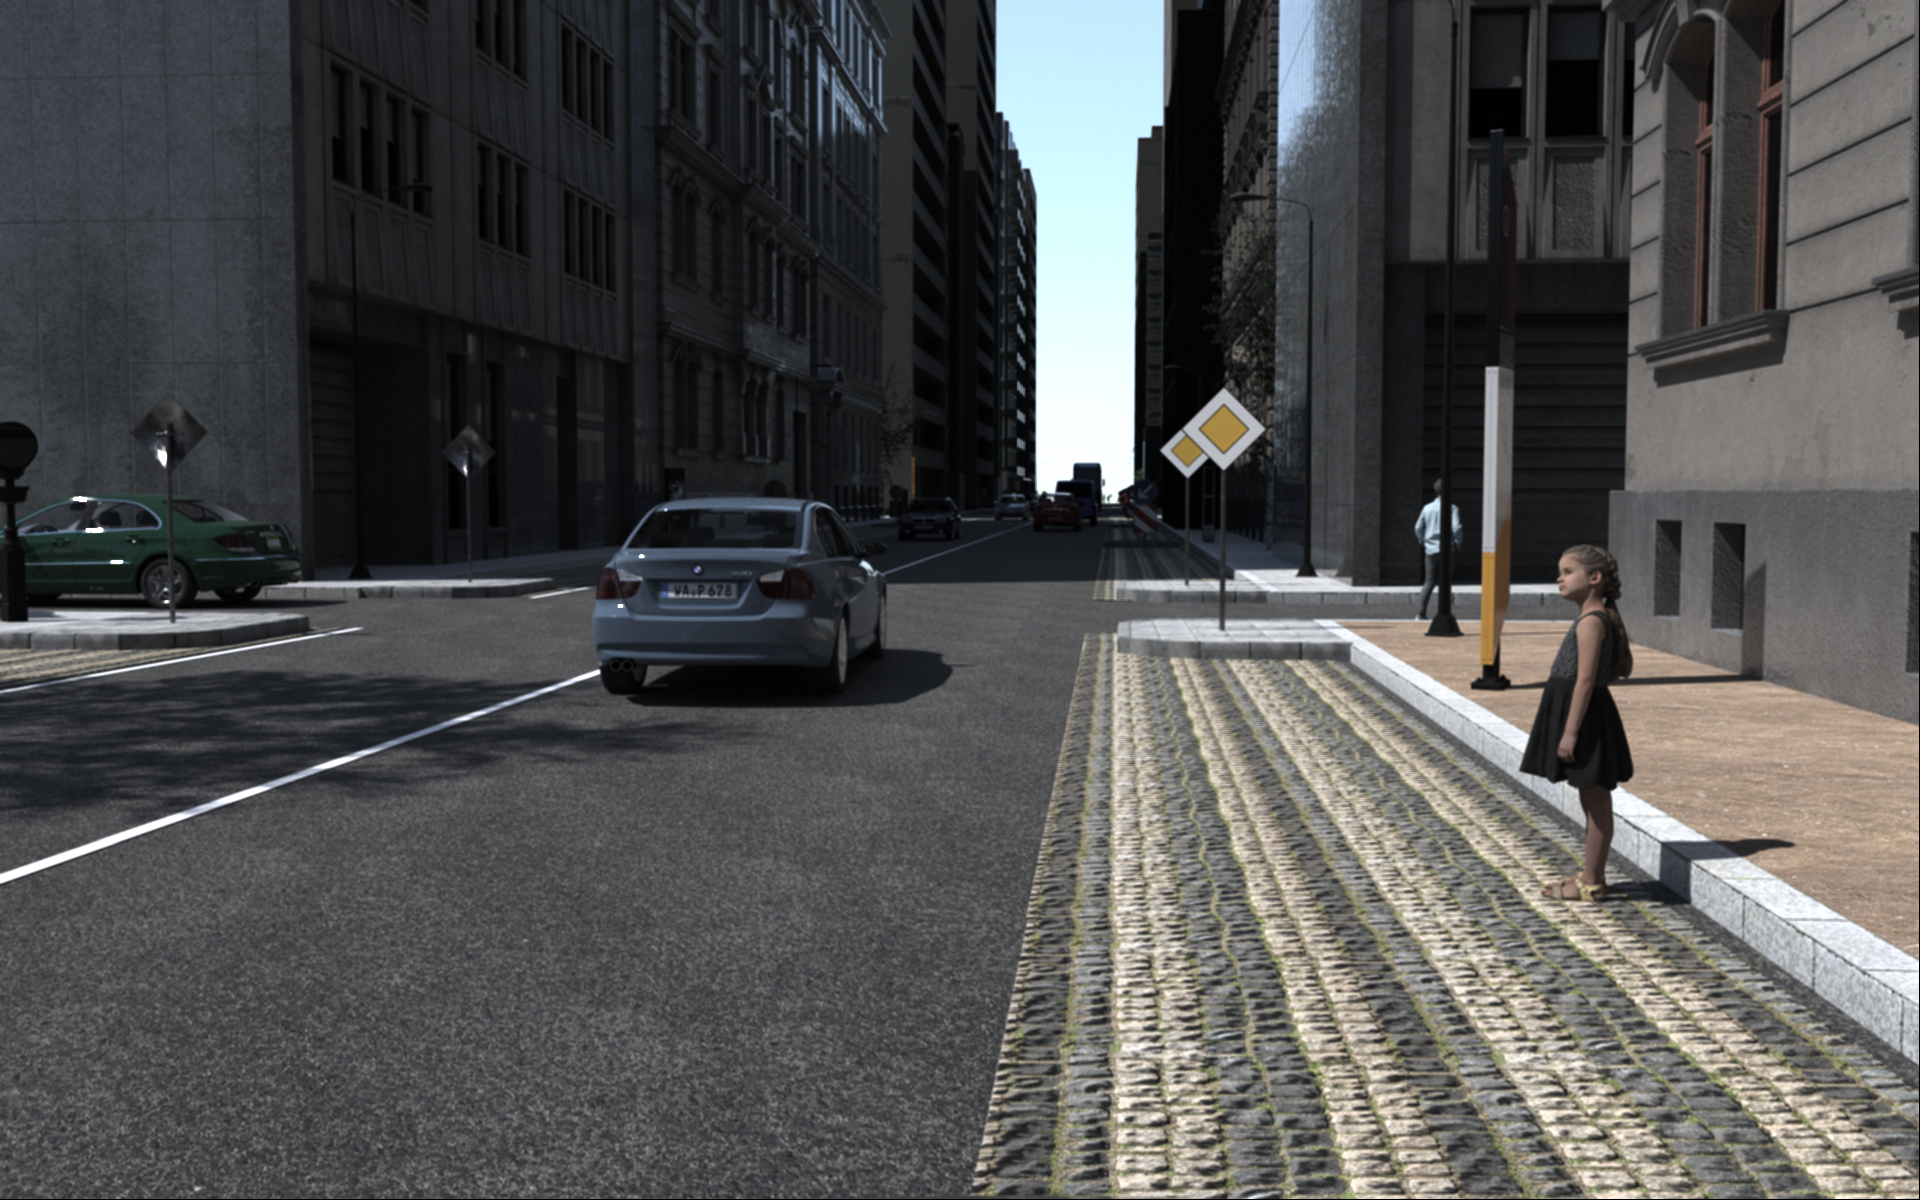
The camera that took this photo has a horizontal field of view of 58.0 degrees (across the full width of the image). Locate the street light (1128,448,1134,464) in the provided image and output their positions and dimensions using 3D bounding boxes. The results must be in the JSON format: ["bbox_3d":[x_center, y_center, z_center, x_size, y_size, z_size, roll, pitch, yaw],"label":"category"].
[{"bbox_3d":[18.999,-13.036,185.683,1.470,5.913,1.316,0,4,5],"label":"street light"}]

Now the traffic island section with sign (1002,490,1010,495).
[{"bbox_3d":[4.096,-8.732,151.400,1.989,1.847,2.006,0,4,5],"label":"traffic island section with sign"}]

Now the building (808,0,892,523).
[{"bbox_3d":[-10.955,-17.926,79.001,13.634,28.700,20.117,0,4,5],"label":"building"}]

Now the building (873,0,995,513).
[{"bbox_3d":[-8.393,-32.019,147.211,21.300,48.544,21.600,0,4,5],"label":"building"}]

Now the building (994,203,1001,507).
[{"bbox_3d":[-3.537,-24.098,165.695,14.160,30.474,14.107,0,4,5],"label":"building"}]

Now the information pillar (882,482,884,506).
[{"bbox_3d":[-4.368,-5.609,96.200,0.304,2.012,0.304,-1,4,-12],"label":"information pillar"}]

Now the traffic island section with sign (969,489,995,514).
[{"bbox_3d":[1.708,-7.090,124.550,1.989,1.847,2.006,0,4,5],"label":"traffic island section with sign"}]

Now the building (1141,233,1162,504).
[{"bbox_3d":[27.676,-25.717,192.180,14.160,30.474,14.107,0,4,5],"label":"building"}]

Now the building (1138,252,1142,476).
[{"bbox_3d":[28.314,-26.603,206.660,14.160,30.474,14.107,0,4,5],"label":"building"}]

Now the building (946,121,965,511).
[{"bbox_3d":[-7.224,-21.895,129.682,14.160,30.474,14.107,0,4,5],"label":"building"}]

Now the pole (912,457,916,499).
[{"bbox_3d":[-2.533,-6.198,95.186,0.158,3.312,0.155,0,3,0],"label":"pole"}]

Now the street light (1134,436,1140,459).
[{"bbox_3d":[14.907,-10.177,138.939,1.470,5.913,1.316,0,4,5],"label":"street light"}]

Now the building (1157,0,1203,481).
[{"bbox_3d":[22.839,-29.624,134.466,14.600,45.320,14.200,0,4,5],"label":"building"}]

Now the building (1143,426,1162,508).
[{"bbox_3d":[28.165,-51.542,155.382,22.319,86.520,31.000,0,4,5],"label":"building"}]

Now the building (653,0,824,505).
[{"bbox_3d":[-12.900,-16.458,56.482,14.401,28.519,23.554,0,4,5],"label":"building"}]

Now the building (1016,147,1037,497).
[{"bbox_3d":[-0.297,-38.034,245.559,21.300,48.544,21.600,0,4,5],"label":"building"}]

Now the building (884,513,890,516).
[{"bbox_3d":[-12.481,-29.832,111.460,21.300,48.544,21.600,0,4,5],"label":"building"}]

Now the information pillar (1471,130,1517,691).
[{"bbox_3d":[3.559,-1.228,11.440,0.183,3.616,0.504,2,4,29],"label":"information pillar"}]

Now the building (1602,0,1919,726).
[{"bbox_3d":[11.050,-13.199,3.189,14.401,28.519,23.554,0,4,5],"label":"building"}]

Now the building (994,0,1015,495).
[{"bbox_3d":[-4.268,-46.196,193.552,20.563,71.187,20.611,0,4,5],"label":"building"}]

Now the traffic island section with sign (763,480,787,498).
[{"bbox_3d":[-5.139,-2.393,47.756,1.989,1.847,2.006,0,4,5],"label":"traffic island section with sign"}]

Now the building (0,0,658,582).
[{"bbox_3d":[-14.704,-13.269,34.968,12.078,24.808,19.932,0,4,5],"label":"building"}]

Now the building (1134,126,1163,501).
[{"bbox_3d":[33.398,-36.689,223.571,21.300,48.544,21.600,0,4,5],"label":"building"}]

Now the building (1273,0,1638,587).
[{"bbox_3d":[15.862,-12.863,28.329,19.932,24.808,12.078,0,4,5],"label":"building"}]

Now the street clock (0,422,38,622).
[{"bbox_3d":[-9.532,-0.785,17.401,0.358,2.002,0.471,3,5,39],"label":"street clock"}]

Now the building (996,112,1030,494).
[{"bbox_3d":[-3.295,-36.705,219.728,23.786,49.044,30.456,0,4,5],"label":"building"}]

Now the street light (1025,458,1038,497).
[{"bbox_3d":[8.862,-15.146,220.170,1.470,5.913,1.316,0,4,5],"label":"street light"}]

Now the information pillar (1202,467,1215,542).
[{"bbox_3d":[6.636,-2.556,46.279,0.304,2.012,0.304,0,4,3],"label":"information pillar"}]

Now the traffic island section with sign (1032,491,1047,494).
[{"bbox_3d":[9.027,-12.111,206.635,1.989,1.847,2.006,0,4,5],"label":"traffic island section with sign"}]

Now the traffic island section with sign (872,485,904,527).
[{"bbox_3d":[-2.722,-4.051,74.866,1.989,1.847,2.006,0,4,5],"label":"traffic island section with sign"}]

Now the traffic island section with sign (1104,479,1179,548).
[{"bbox_3d":[4.901,-2.346,46.987,1.989,1.847,2.006,0,4,5],"label":"traffic island section with sign"}]

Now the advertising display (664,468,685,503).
[{"bbox_3d":[-7.019,-2.289,42.640,0.123,1.923,0.974,1,4,15],"label":"advertising display"}]

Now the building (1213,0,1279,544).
[{"bbox_3d":[13.344,-13.632,51.762,11.050,23.489,19.941,0,4,5],"label":"building"}]

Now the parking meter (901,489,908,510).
[{"bbox_3d":[-2.923,-5.052,91.011,0.372,1.533,0.369,0,3,0],"label":"parking meter"}]

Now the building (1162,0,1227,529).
[{"bbox_3d":[14.600,-14.673,69.578,12.332,23.373,15.834,0,4,5],"label":"building"}]
